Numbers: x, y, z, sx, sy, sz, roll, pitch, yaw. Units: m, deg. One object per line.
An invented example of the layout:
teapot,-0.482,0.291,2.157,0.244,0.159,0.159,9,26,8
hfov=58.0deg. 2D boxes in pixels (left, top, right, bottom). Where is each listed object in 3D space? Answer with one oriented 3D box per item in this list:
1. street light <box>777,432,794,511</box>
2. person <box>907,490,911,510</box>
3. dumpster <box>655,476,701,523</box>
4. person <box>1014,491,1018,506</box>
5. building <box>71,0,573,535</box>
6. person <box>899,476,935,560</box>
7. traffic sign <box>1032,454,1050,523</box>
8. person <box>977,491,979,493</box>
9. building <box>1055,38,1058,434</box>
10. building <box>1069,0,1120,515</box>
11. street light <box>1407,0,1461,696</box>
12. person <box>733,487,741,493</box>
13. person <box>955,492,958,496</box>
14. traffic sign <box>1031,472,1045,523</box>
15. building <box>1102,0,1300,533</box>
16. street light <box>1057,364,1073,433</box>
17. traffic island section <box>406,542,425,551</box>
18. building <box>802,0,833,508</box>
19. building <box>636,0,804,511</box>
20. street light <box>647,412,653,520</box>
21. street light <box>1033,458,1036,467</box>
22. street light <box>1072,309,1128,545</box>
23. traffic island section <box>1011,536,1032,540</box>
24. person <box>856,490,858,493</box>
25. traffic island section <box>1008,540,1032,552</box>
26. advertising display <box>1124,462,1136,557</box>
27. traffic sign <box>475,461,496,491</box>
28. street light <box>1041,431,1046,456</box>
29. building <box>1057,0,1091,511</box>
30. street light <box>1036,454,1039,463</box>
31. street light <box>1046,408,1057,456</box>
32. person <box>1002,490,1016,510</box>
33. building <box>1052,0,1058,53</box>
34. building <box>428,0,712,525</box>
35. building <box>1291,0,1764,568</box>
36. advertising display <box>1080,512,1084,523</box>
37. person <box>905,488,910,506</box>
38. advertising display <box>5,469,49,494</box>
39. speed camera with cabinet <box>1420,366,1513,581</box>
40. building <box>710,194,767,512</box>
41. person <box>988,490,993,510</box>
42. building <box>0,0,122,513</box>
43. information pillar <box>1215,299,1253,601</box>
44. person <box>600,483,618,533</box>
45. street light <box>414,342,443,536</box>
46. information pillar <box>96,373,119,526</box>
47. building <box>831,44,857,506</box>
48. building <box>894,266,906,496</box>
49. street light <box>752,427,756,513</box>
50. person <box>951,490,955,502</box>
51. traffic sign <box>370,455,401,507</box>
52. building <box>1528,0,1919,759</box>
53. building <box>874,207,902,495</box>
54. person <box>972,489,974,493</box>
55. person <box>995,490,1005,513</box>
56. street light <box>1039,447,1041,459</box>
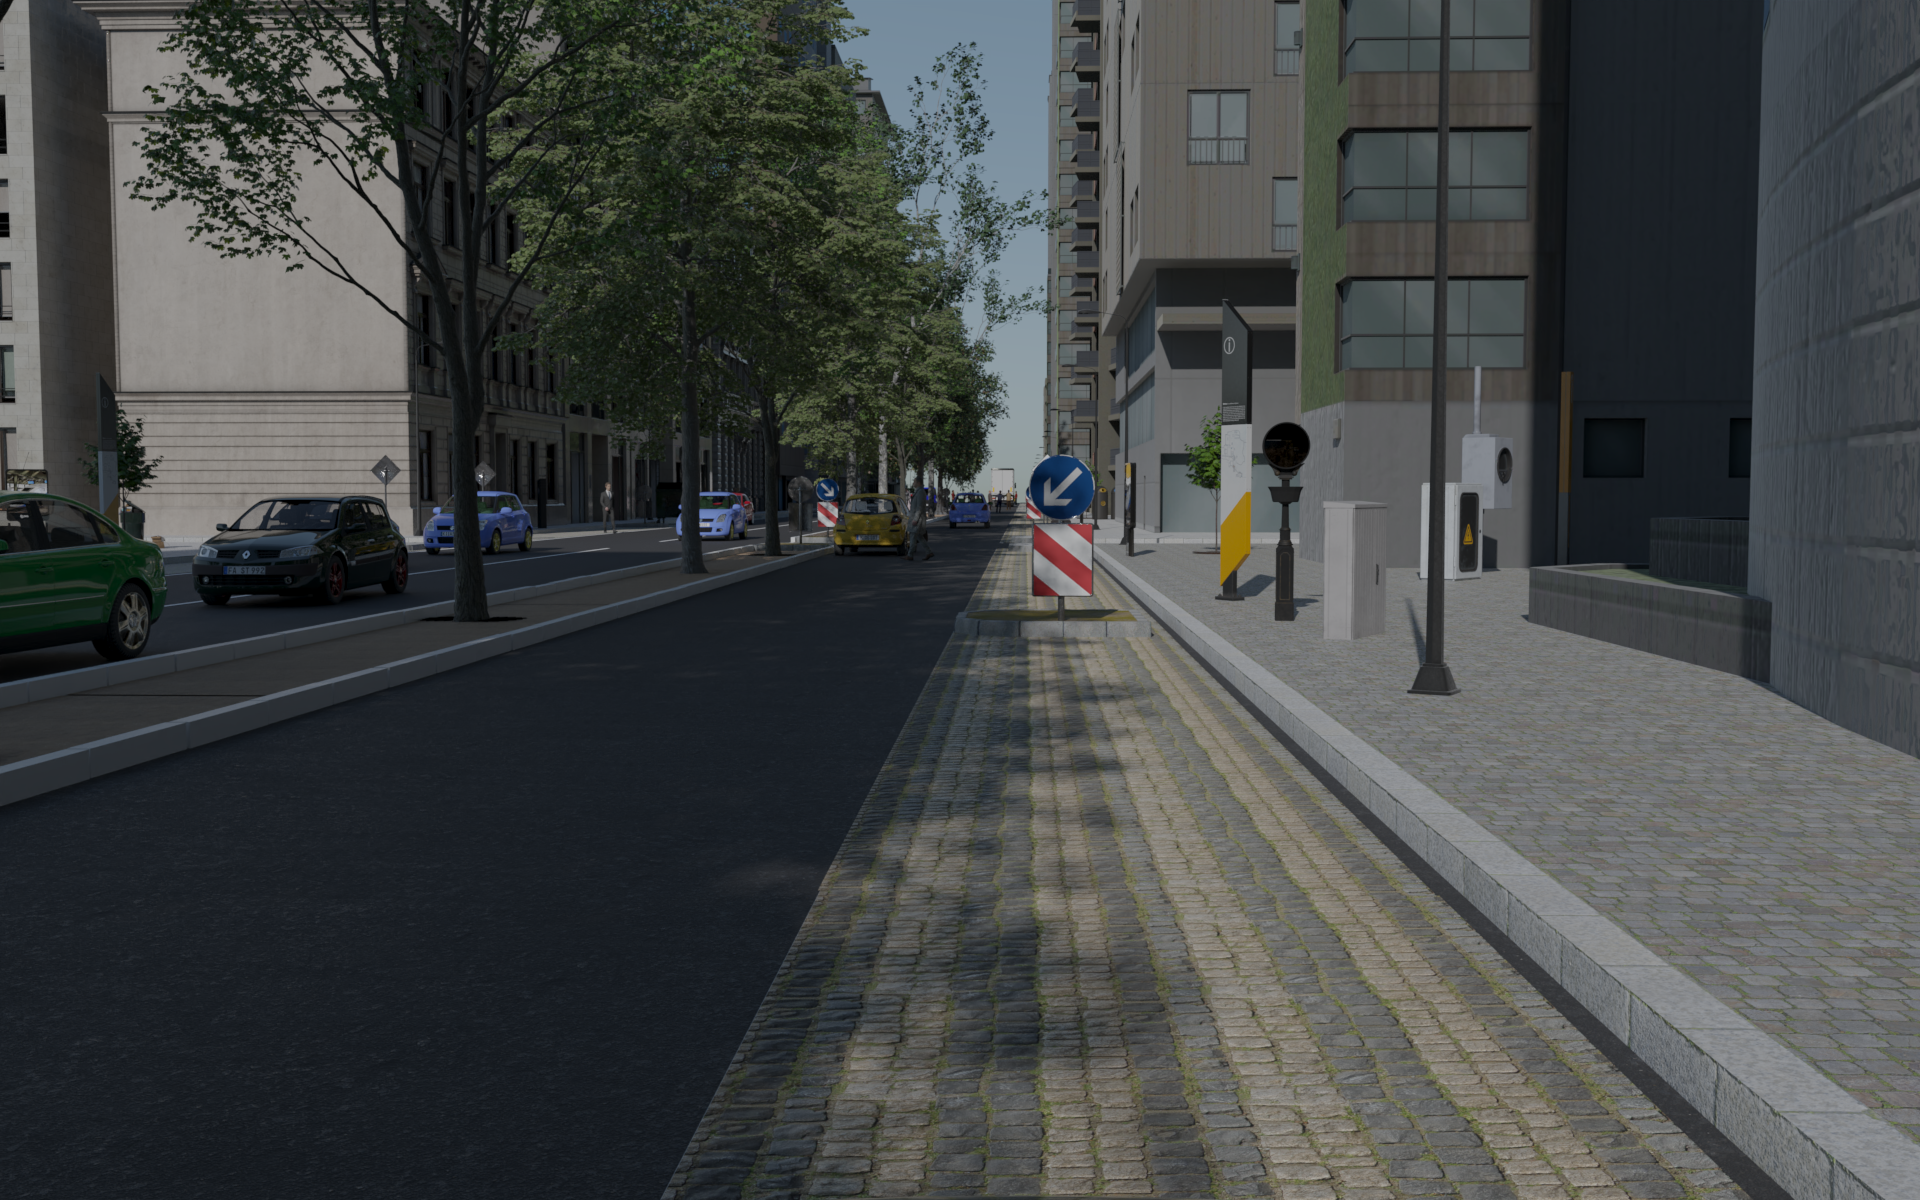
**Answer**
street light,-12.976,-9.556,128.783,1.470,5.913,1.316,0,4,2
person,-3.952,-7.421,130.504,0.551,1.740,0.621,1,4,16
dumpster,-13.191,-4.654,81.045,1.985,2.255,1.502,0,4,3
person,6.979,-12.731,216.590,0.705,1.831,1.348,-1,4,-18
building,-21.319,-12.092,62.331,10.561,19.102,19.286,0,4,2
person,-0.932,-1.764,37.437,0.767,1.812,0.694,0,4,-1
traffic sign,2.207,-2.455,43.775,0.795,2.450,0.064,0,4,2
person,1.437,-8.477,147.815,0.721,1.735,1.217,1,4,15
building,19.983,-32.954,158.413,23.786,49.044,30.456,0,4,2
building,18.284,-27.935,111.369,22.147,44.769,28.867,0,4,2
street light,2.521,-2.354,11.033,1.470,5.913,1.316,0,4,2
person,-12.648,-5.478,98.042,0.580,1.828,0.573,1,4,17
person,-0.380,-16.753,283.192,1.217,1.735,0.721,0,4,2
traffic sign,2.507,-2.943,51.755,0.795,2.450,0.064,0,4,2
building,19.064,-29.165,66.085,27.495,52.752,28.713,0,4,2
street light,4.319,-5.464,61.873,1.470,5.913,1.316,0,4,2
traffic island section,-14.748,-1.358,44.492,2.009,0.180,2.903,0,4,2
building,-23.496,-37.505,155.202,21.231,58.520,28.212,0,4,2
building,-19.945,-29.613,134.291,14.600,45.320,14.200,0,4,2
street light,-14.642,-6.859,84.689,1.470,5.913,1.316,0,4,2
street light,9.615,-14.079,202.734,1.470,5.913,1.316,0,4,2
street light,3.656,-4.350,43.669,1.470,5.913,1.316,0,4,2
traffic island section,2.531,-1.807,51.831,2.009,0.180,2.903,0,4,2
person,-7.641,-7.361,129.558,1.217,1.736,0.721,0,4,-7
traffic island section,2.231,-1.319,43.852,2.009,0.180,2.903,0,4,2
advertising display,3.518,-1.870,35.786,0.123,1.923,0.974,0,4,-2
traffic sign,-14.425,-2.983,52.409,0.795,2.450,0.064,0,4,2
street light,6.850,-9.432,126.755,1.470,5.913,1.316,0,4,2
building,14.656,-27.686,136.266,14.154,41.232,14.086,0,4,2
street light,8.456,-12.099,170.355,1.470,5.913,1.316,0,4,2
street light,5.577,-7.433,94.066,1.470,5.913,1.316,0,4,2
person,4.334,-8.925,154.521,1.348,1.812,0.705,-1,4,-15
building,20.396,-39.475,187.408,21.231,58.520,28.212,0,4,2
building,-25.476,-17.415,89.248,19.350,26.468,34.151,0,4,2
building,13.913,-16.149,35.737,14.160,30.474,14.107,0,4,2
advertising display,4.441,-3.547,63.215,0.123,1.923,0.974,0,3,0
person,-3.353,-5.930,105.572,0.709,1.813,0.853,1,4,12
advertising display,-23.979,-2.405,44.543,0.974,1.923,0.123,-2,4,-29
speed camera with cabinet,7.709,-1.952,26.258,0.660,3.252,2.038,3,5,41
building,-19.547,-17.652,117.488,11.050,23.489,19.941,0,4,2
person,2.723,-8.902,154.592,0.434,1.755,0.990,2,4,24
building,-36.020,-12.406,57.590,16.860,20.320,10.420,0,4,2
information pillar,3.302,-1.798,20.757,0.183,3.616,0.504,-2,4,-30
person,-12.792,-3.361,63.229,0.659,1.850,0.755,-3,4,-38
street light,-15.895,-4.890,52.496,1.470,5.913,1.316,0,4,2
information pillar,-16.617,-2.594,33.763,0.183,3.616,0.504,0,4,8
building,-22.423,-34.074,180.815,21.300,48.544,21.600,0,4,2
building,-16.105,-36.213,275.684,14.154,41.232,14.086,0,4,2
street light,-13.457,-8.828,116.884,1.470,5.913,1.316,0,4,2
person,-0.641,-9.706,167.125,0.705,1.831,1.348,1,4,9
traffic sign,-14.725,-2.495,44.429,0.795,2.450,0.064,0,4,2
building,14.899,-28.269,4.205,21.231,58.520,28.212,0,4,2
building,-19.882,-36.625,253.448,22.147,44.769,28.867,0,4,2
person,1.031,-7.836,136.621,1.348,1.824,0.705,0,4,1
person,3.029,-7.487,131.857,0.756,1.711,0.436,0,3,0
street light,7.230,-10.130,138.161,1.470,5.913,1.316,0,4,2
